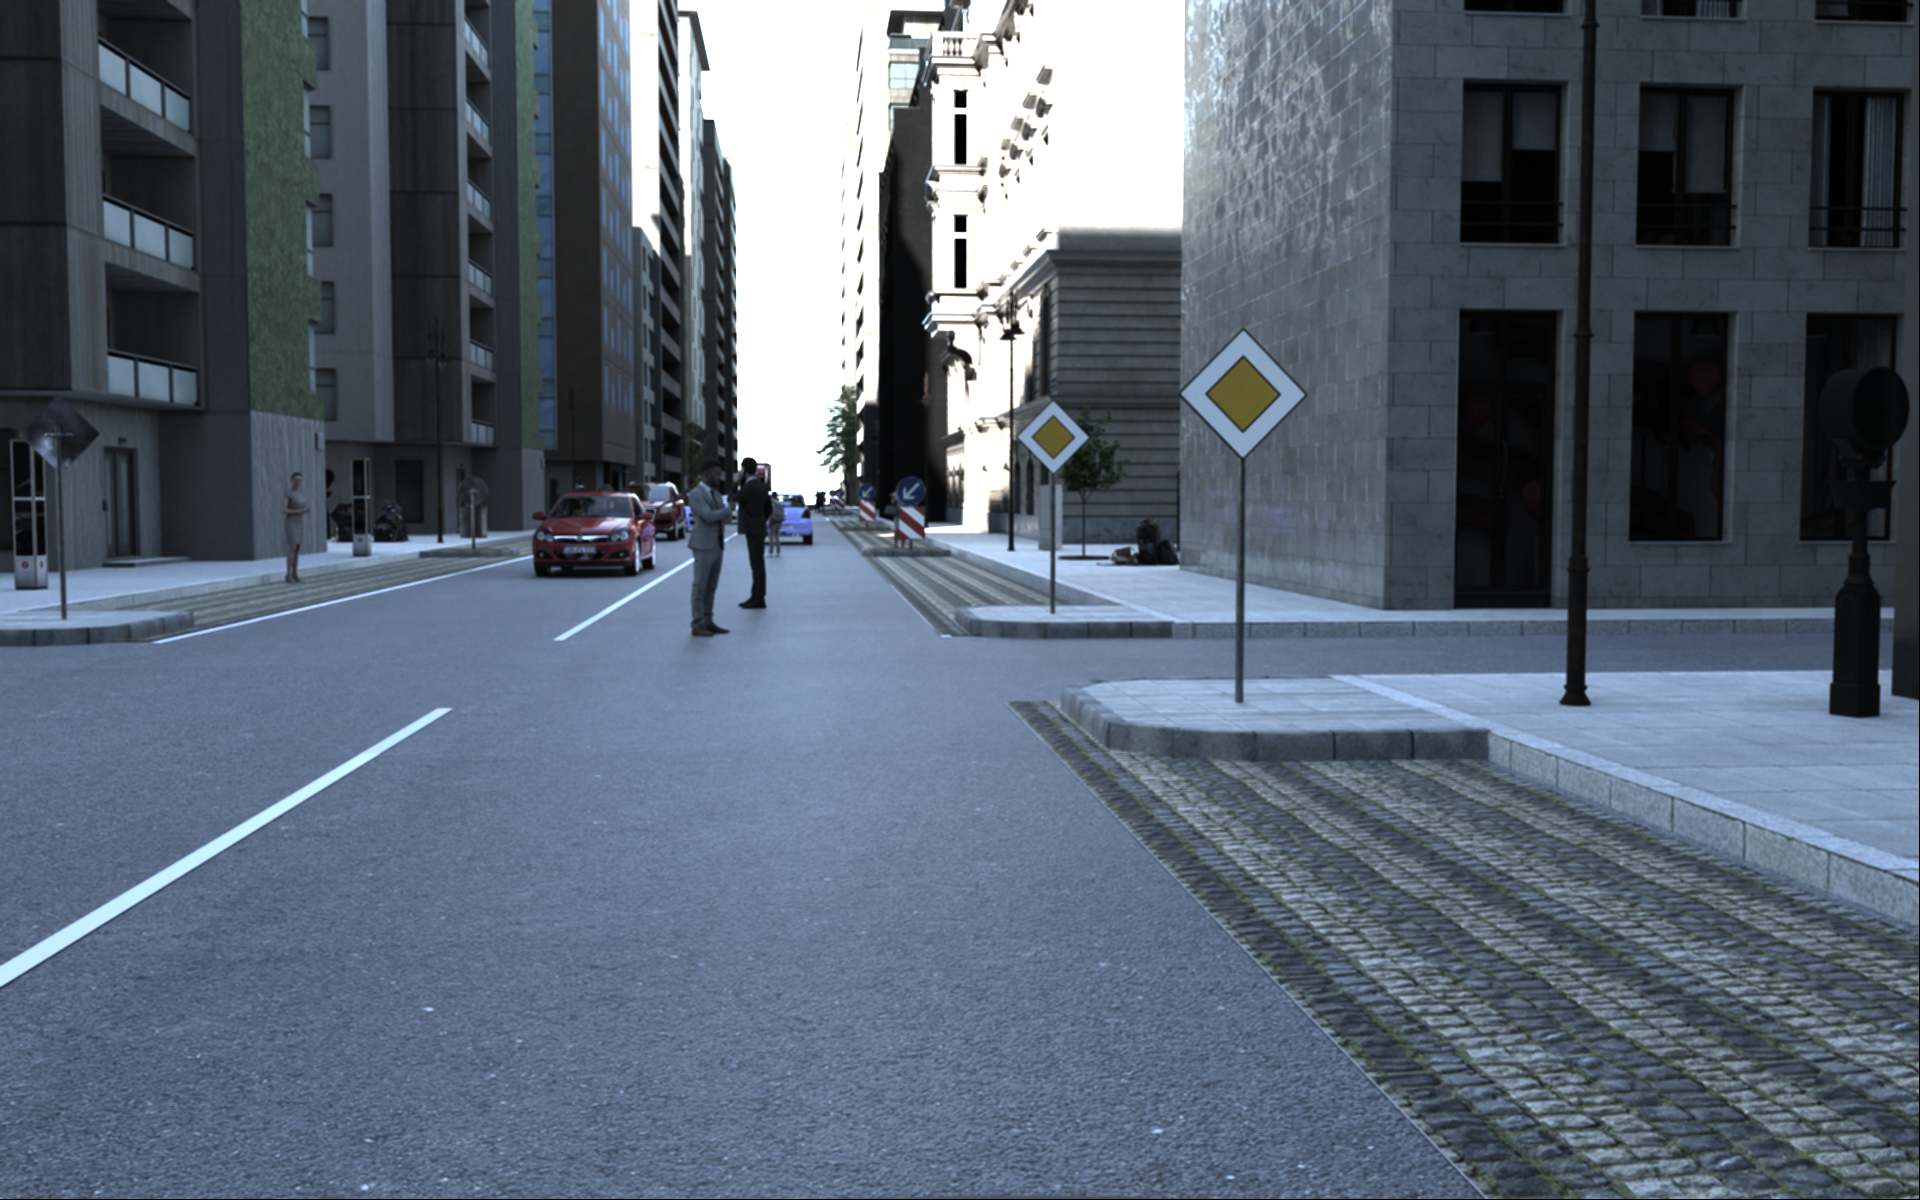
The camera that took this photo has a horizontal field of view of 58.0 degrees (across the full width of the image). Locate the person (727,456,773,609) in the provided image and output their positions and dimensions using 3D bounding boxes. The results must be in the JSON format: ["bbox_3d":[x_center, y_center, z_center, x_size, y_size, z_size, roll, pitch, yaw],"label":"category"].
[{"bbox_3d":[-2.648,-0.850,21.766,0.474,1.900,0.648,1,4,10],"label":"person"}]

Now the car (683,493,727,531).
[{"bbox_3d":[-9.949,-3.492,66.690,1.945,1.707,3.694,0,4,-6],"label":"car"}]

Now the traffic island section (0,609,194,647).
[{"bbox_3d":[-9.184,0.279,17.713,2.009,0.180,2.903,0,4,-5],"label":"traffic island section"}]

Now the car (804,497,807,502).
[{"bbox_3d":[-18.922,-11.778,202.360,2.009,1.686,4.222,0,4,-4],"label":"car"}]

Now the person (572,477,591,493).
[{"bbox_3d":[-10.335,-2.418,47.403,0.474,1.900,0.648,3,5,43],"label":"person"}]

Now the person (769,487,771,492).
[{"bbox_3d":[-10.657,-5.395,96.665,1.348,1.831,0.705,2,4,34],"label":"person"}]

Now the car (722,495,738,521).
[{"bbox_3d":[-11.338,-4.418,84.591,2.083,1.381,4.827,0,4,-5],"label":"car"}]

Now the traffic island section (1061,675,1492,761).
[{"bbox_3d":[1.739,0.710,10.680,2.009,0.180,2.903,0,4,-5],"label":"traffic island section"}]

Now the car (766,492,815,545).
[{"bbox_3d":[-5.156,-2.488,50.276,1.945,1.707,3.694,0,4,-7],"label":"car"}]

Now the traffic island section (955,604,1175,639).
[{"bbox_3d":[1.016,0.223,18.633,2.009,0.180,2.903,0,4,-5],"label":"traffic island section"}]

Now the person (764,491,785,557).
[{"bbox_3d":[-4.237,-1.737,39.501,0.523,1.515,0.503,0,4,0],"label":"person"}]

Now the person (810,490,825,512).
[{"bbox_3d":[-11.198,-7.768,136.230,1.217,1.743,0.721,1,4,14],"label":"person"}]

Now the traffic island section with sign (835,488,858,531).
[{"bbox_3d":[-3.752,-3.599,67.468,1.989,1.847,2.006,0,4,-5],"label":"traffic island section with sign"}]

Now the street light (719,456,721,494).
[{"bbox_3d":[-28.274,-14.148,204.105,0.468,5.910,1.993,0,4,-5],"label":"street light"}]

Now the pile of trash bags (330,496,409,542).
[{"bbox_3d":[-16.614,-2.266,46.801,3.447,1.369,1.912,0,4,1],"label":"pile of trash bags"}]

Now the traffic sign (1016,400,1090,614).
[{"bbox_3d":[0.993,-0.912,18.553,0.795,2.450,0.064,0,4,-5],"label":"traffic sign"}]

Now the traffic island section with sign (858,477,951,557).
[{"bbox_3d":[-1.288,-1.932,40.224,1.989,1.847,2.006,0,4,-5],"label":"traffic island section with sign"}]

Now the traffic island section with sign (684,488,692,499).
[{"bbox_3d":[-18.157,-6.581,116.223,1.989,1.847,2.006,0,4,-5],"label":"traffic island section with sign"}]

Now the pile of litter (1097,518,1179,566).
[{"bbox_3d":[3.260,-1.069,31.441,1.719,0.858,1.176,-1,4,-9],"label":"pile of litter"}]

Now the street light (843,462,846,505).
[{"bbox_3d":[-13.206,-13.748,197.569,0.468,5.910,1.993,0,4,-5],"label":"street light"}]

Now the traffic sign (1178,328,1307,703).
[{"bbox_3d":[1.717,-0.426,10.601,0.795,2.450,0.064,0,4,-5],"label":"traffic sign"}]

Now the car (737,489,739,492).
[{"bbox_3d":[-17.513,-8.116,141.376,2.281,1.827,5.304,0,4,-5],"label":"car"}]

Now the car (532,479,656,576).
[{"bbox_3d":[-6.633,-1.382,31.643,2.155,1.783,4.494,0,4,-4],"label":"car"}]

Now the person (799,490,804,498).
[{"bbox_3d":[-14.477,-9.036,156.255,1.348,1.821,0.705,3,5,43],"label":"person"}]

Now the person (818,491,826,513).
[{"bbox_3d":[-10.527,-7.494,131.941,0.541,1.710,0.530,3,5,44],"label":"person"}]

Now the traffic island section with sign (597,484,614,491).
[{"bbox_3d":[-13.691,-3.572,67.028,1.989,1.847,2.006,0,4,-5],"label":"traffic island section with sign"}]

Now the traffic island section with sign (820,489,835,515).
[{"bbox_3d":[-8.308,-6.661,117.538,1.989,1.847,2.006,0,4,-5],"label":"traffic island section with sign"}]

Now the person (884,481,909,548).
[{"bbox_3d":[-1.566,-2.137,43.801,0.716,1.782,0.532,0,4,-1],"label":"person"}]

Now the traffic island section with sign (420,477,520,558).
[{"bbox_3d":[-11.198,-1.902,39.728,1.989,1.847,2.006,0,4,-5],"label":"traffic island section with sign"}]

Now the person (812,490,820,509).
[{"bbox_3d":[-13.342,-9.436,162.872,1.348,1.812,0.705,-2,4,-35],"label":"person"}]

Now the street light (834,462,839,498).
[{"bbox_3d":[-18.250,-17.092,252.235,0.468,5.910,1.993,0,4,-5],"label":"street light"}]

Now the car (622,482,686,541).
[{"bbox_3d":[-9.782,-2.801,54.477,2.281,1.827,5.304,0,4,-5],"label":"car"}]

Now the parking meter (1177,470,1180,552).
[{"bbox_3d":[4.950,-1.982,38.112,0.255,1.863,0.399,2,4,26],"label":"parking meter"}]

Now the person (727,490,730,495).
[{"bbox_3d":[-21.095,-9.216,159.166,1.348,1.826,0.705,-1,4,-11],"label":"person"}]

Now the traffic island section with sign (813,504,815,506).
[{"bbox_3d":[-15.813,-11.703,199.978,1.989,1.847,2.006,0,4,-5],"label":"traffic island section with sign"}]

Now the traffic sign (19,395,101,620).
[{"bbox_3d":[-9.161,-0.857,17.654,0.795,2.450,0.064,0,4,-5],"label":"traffic sign"}]

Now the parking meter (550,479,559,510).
[{"bbox_3d":[-15.623,-3.732,66.724,0.255,1.863,0.399,0,4,2],"label":"parking meter"}]

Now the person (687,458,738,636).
[{"bbox_3d":[-2.503,-0.546,17.605,0.466,1.800,0.511,0,4,7],"label":"person"}]

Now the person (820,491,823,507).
[{"bbox_3d":[-15.642,-11.415,195.162,0.705,1.821,1.348,-1,4,-9],"label":"person"}]

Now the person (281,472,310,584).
[{"bbox_3d":[-10.636,-1.157,27.757,0.374,1.781,0.599,1,4,12],"label":"person"}]
